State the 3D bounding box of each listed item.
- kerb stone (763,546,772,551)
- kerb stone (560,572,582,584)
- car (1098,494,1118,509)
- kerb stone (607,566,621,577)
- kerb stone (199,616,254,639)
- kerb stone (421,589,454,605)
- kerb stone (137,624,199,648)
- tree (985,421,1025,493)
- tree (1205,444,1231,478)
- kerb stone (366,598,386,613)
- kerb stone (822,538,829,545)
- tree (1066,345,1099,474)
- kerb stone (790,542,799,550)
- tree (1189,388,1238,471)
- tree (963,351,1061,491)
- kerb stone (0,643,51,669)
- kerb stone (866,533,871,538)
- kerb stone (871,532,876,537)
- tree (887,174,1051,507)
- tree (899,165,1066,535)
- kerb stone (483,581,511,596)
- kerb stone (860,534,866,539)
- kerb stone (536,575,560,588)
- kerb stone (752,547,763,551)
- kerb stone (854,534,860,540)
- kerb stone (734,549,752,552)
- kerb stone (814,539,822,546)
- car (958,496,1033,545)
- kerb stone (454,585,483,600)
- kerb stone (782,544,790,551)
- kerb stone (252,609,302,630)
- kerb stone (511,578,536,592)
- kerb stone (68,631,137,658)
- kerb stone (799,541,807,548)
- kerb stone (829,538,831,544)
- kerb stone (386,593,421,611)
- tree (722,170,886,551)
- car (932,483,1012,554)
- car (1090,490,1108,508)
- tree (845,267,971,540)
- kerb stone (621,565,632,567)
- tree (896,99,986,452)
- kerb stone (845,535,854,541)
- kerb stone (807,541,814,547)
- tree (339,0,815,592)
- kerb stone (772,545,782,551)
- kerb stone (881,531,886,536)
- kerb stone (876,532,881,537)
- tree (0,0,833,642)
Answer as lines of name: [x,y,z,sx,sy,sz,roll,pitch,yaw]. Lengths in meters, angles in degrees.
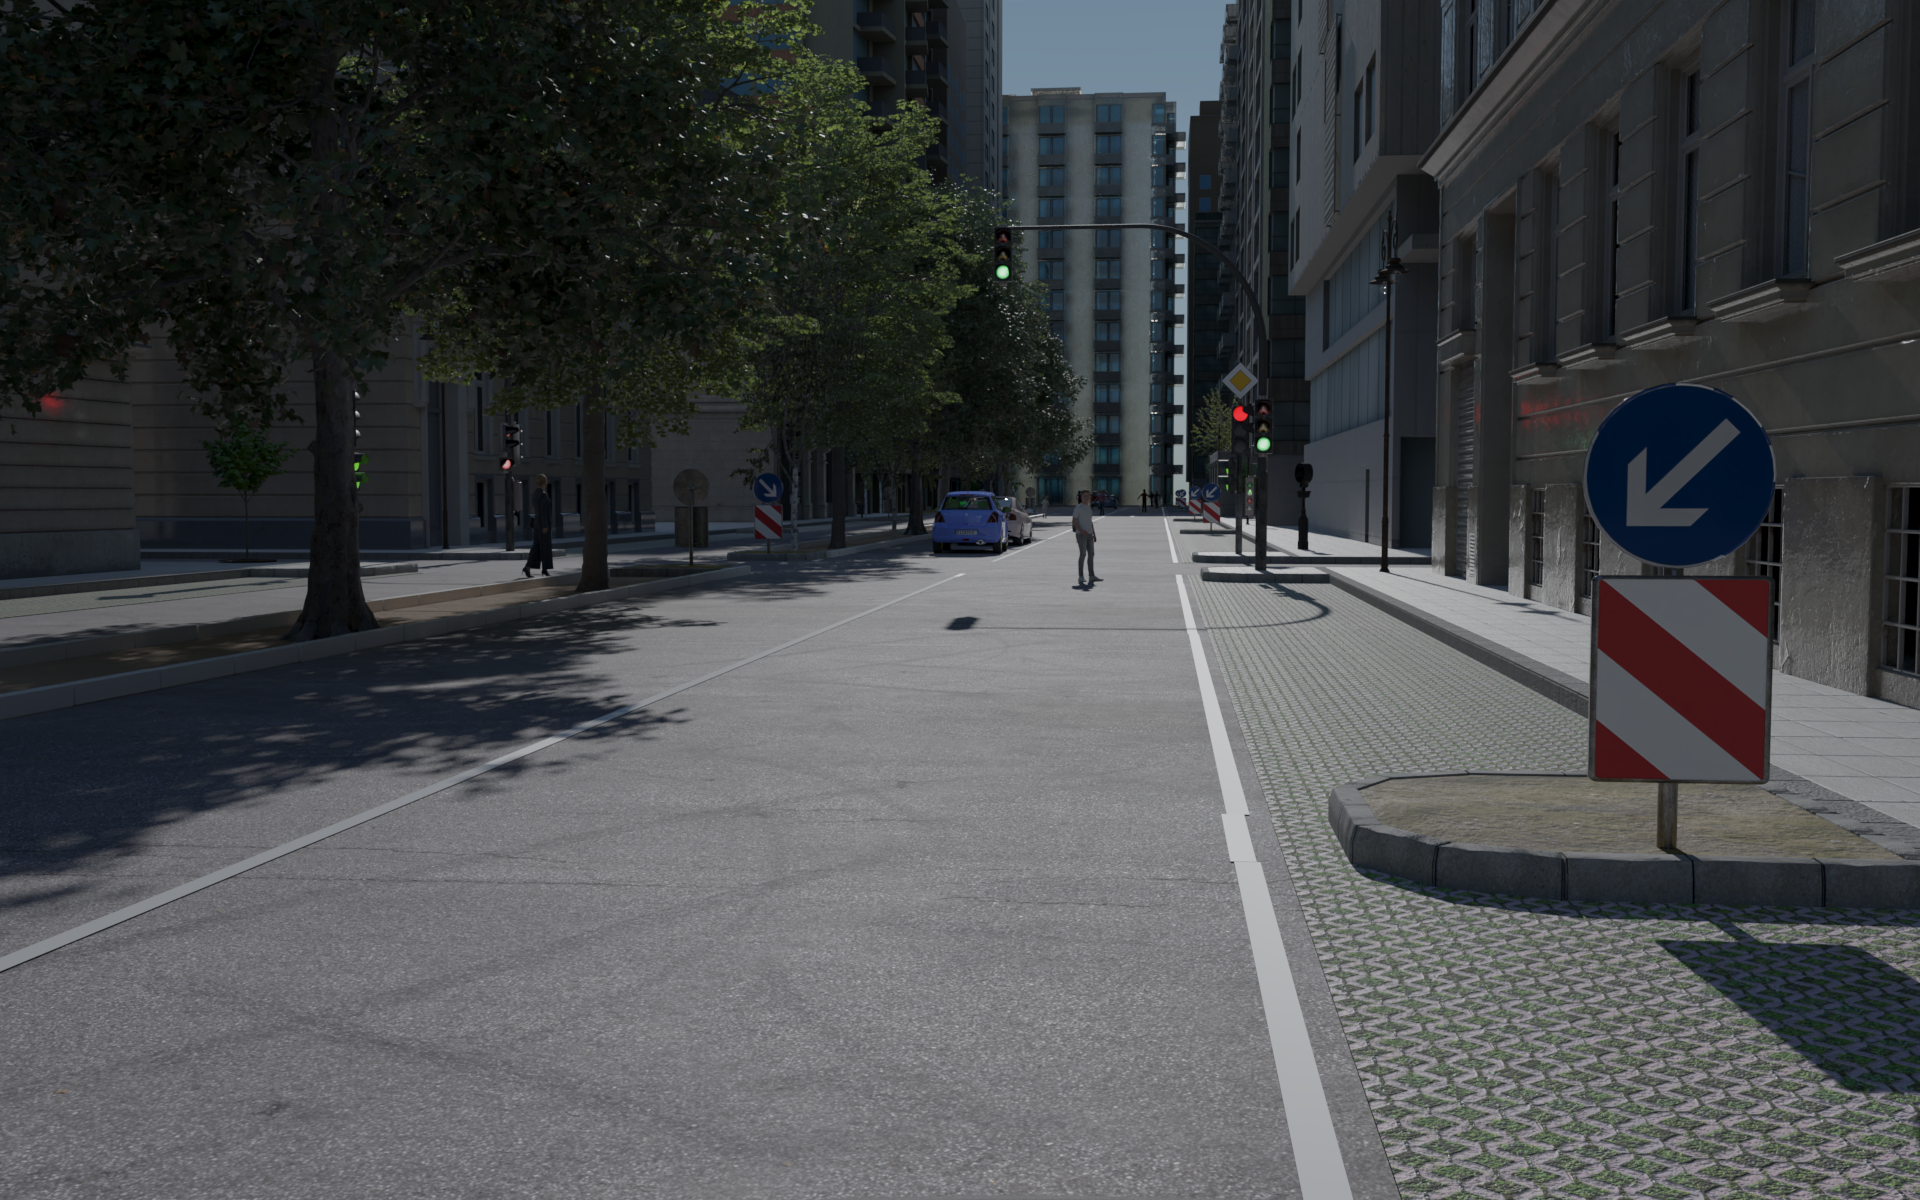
kerb stone: [-4.726,-1.179,41.474,0.120,0.150,1.000,0,4,7]
kerb stone: [-6.311,-0.335,27.675,0.120,0.150,1.000,0,4,7]
car: [13.915,-9.233,162.969,2.014,1.417,4.499,0,4,7]
kerb stone: [-6.078,-0.460,29.711,0.120,0.150,1.000,0,4,7]
kerb stone: [-7.479,0.299,17.510,0.120,0.150,1.000,0,4,7]
kerb stone: [-6.896,-0.024,22.594,0.120,0.150,1.000,0,4,7]
kerb stone: [-7.602,0.349,16.489,0.120,0.150,1.000,0,4,7]
tree: [1.602,-8.129,85.727,4.737,8.622,4.395,0,3,0]
tree: [17.788,-7.975,114.101,4.285,4.588,4.351,0,3,0]
kerb stone: [-7.131,0.100,20.564,0.120,0.150,1.000,0,4,7]
kerb stone: [-3.910,-1.614,48.604,0.120,0.150,1.000,0,4,7]
tree: [2.586,-10.618,93.068,9.611,12.733,9.660,0,3,0]
kerb stone: [-4.372,-1.363,44.538,0.120,0.150,1.000,0,4,7]
tree: [17.980,-10.307,118.877,4.360,8.622,3.978,0,3,0]
tree: [0.506,-8.723,79.495,8.767,10.594,7.601,0,4,7]
kerb stone: [-7.832,0.476,14.451,0.120,0.150,1.000,0,4,7]
kerb stone: [-3.086,-2.051,55.733,0.120,0.150,1.000,0,4,7]
kerb stone: [-2.965,-2.113,56.748,0.120,0.150,1.000,0,4,7]
tree: [-0.699,-9.837,69.952,9.857,13.997,8.962,0,3,0]
tree: [-1.521,-8.608,60.205,9.611,12.733,9.660,0,3,0]
kerb stone: [-6.661,-0.149,24.625,0.120,0.150,1.000,0,4,7]
kerb stone: [-3.201,-1.987,54.717,0.120,0.150,1.000,0,4,7]
kerb stone: [-6.429,-0.272,26.659,0.120,0.150,1.000,0,4,7]
kerb stone: [-4.843,-1.114,40.453,0.120,0.150,1.000,0,4,7]
kerb stone: [-3.322,-1.926,53.697,0.120,0.150,1.000,0,4,7]
kerb stone: [-4.961,-1.054,39.434,0.120,0.150,1.000,0,4,7]
kerb stone: [-4.027,-1.551,47.588,0.120,0.150,1.000,0,4,7]
car: [1.013,-2.287,49.750,2.083,1.381,4.827,0,4,7]
kerb stone: [-6.788,-0.087,23.611,0.120,0.150,1.000,0,4,7]
kerb stone: [-4.493,-1.304,43.513,0.120,0.150,1.000,0,4,7]
kerb stone: [-7.365,0.225,18.524,0.120,0.150,1.000,0,4,7]
kerb stone: [-6.547,-0.211,25.644,0.120,0.150,1.000,0,4,7]
kerb stone: [-7.721,0.412,15.467,0.120,0.150,1.000,0,4,7]
kerb stone: [-4.259,-1.429,45.557,0.120,0.150,1.000,0,4,7]
kerb stone: [-3.792,-1.677,49.620,0.120,0.150,1.000,0,4,7]
kerb stone: [-7.014,0.038,21.579,0.120,0.150,1.000,0,4,7]
tree: [-3.765,-5.298,39.448,4.360,8.622,3.978,0,3,0]
car: [0.290,-2.046,43.042,1.945,1.707,3.694,0,4,5]
car: [14.594,-10.471,179.878,2.281,1.827,5.304,0,4,5]
tree: [-1.986,-6.080,52.231,4.737,8.622,4.395,0,3,0]
kerb stone: [-5.965,-0.520,30.727,0.120,0.150,1.000,0,4,7]
tree: [-3.245,-7.629,45.320,7.486,12.596,7.792,0,3,0]
kerb stone: [-3.443,-1.864,52.677,0.120,0.150,1.000,0,4,7]
kerb stone: [-4.146,-1.489,46.573,0.120,0.150,1.000,0,4,7]
tree: [-5.409,-6.413,25.432,7.486,12.596,7.792,0,3,0]
kerb stone: [-4.609,-1.239,42.493,0.120,0.150,1.000,0,4,7]
kerb stone: [-2.732,-2.238,58.786,0.120,0.150,1.000,0,4,7]
kerb stone: [-2.859,-2.175,57.765,0.120,0.150,1.000,0,4,7]
tree: [-6.132,-5.954,16.821,9.611,12.733,9.660,0,3,0]
